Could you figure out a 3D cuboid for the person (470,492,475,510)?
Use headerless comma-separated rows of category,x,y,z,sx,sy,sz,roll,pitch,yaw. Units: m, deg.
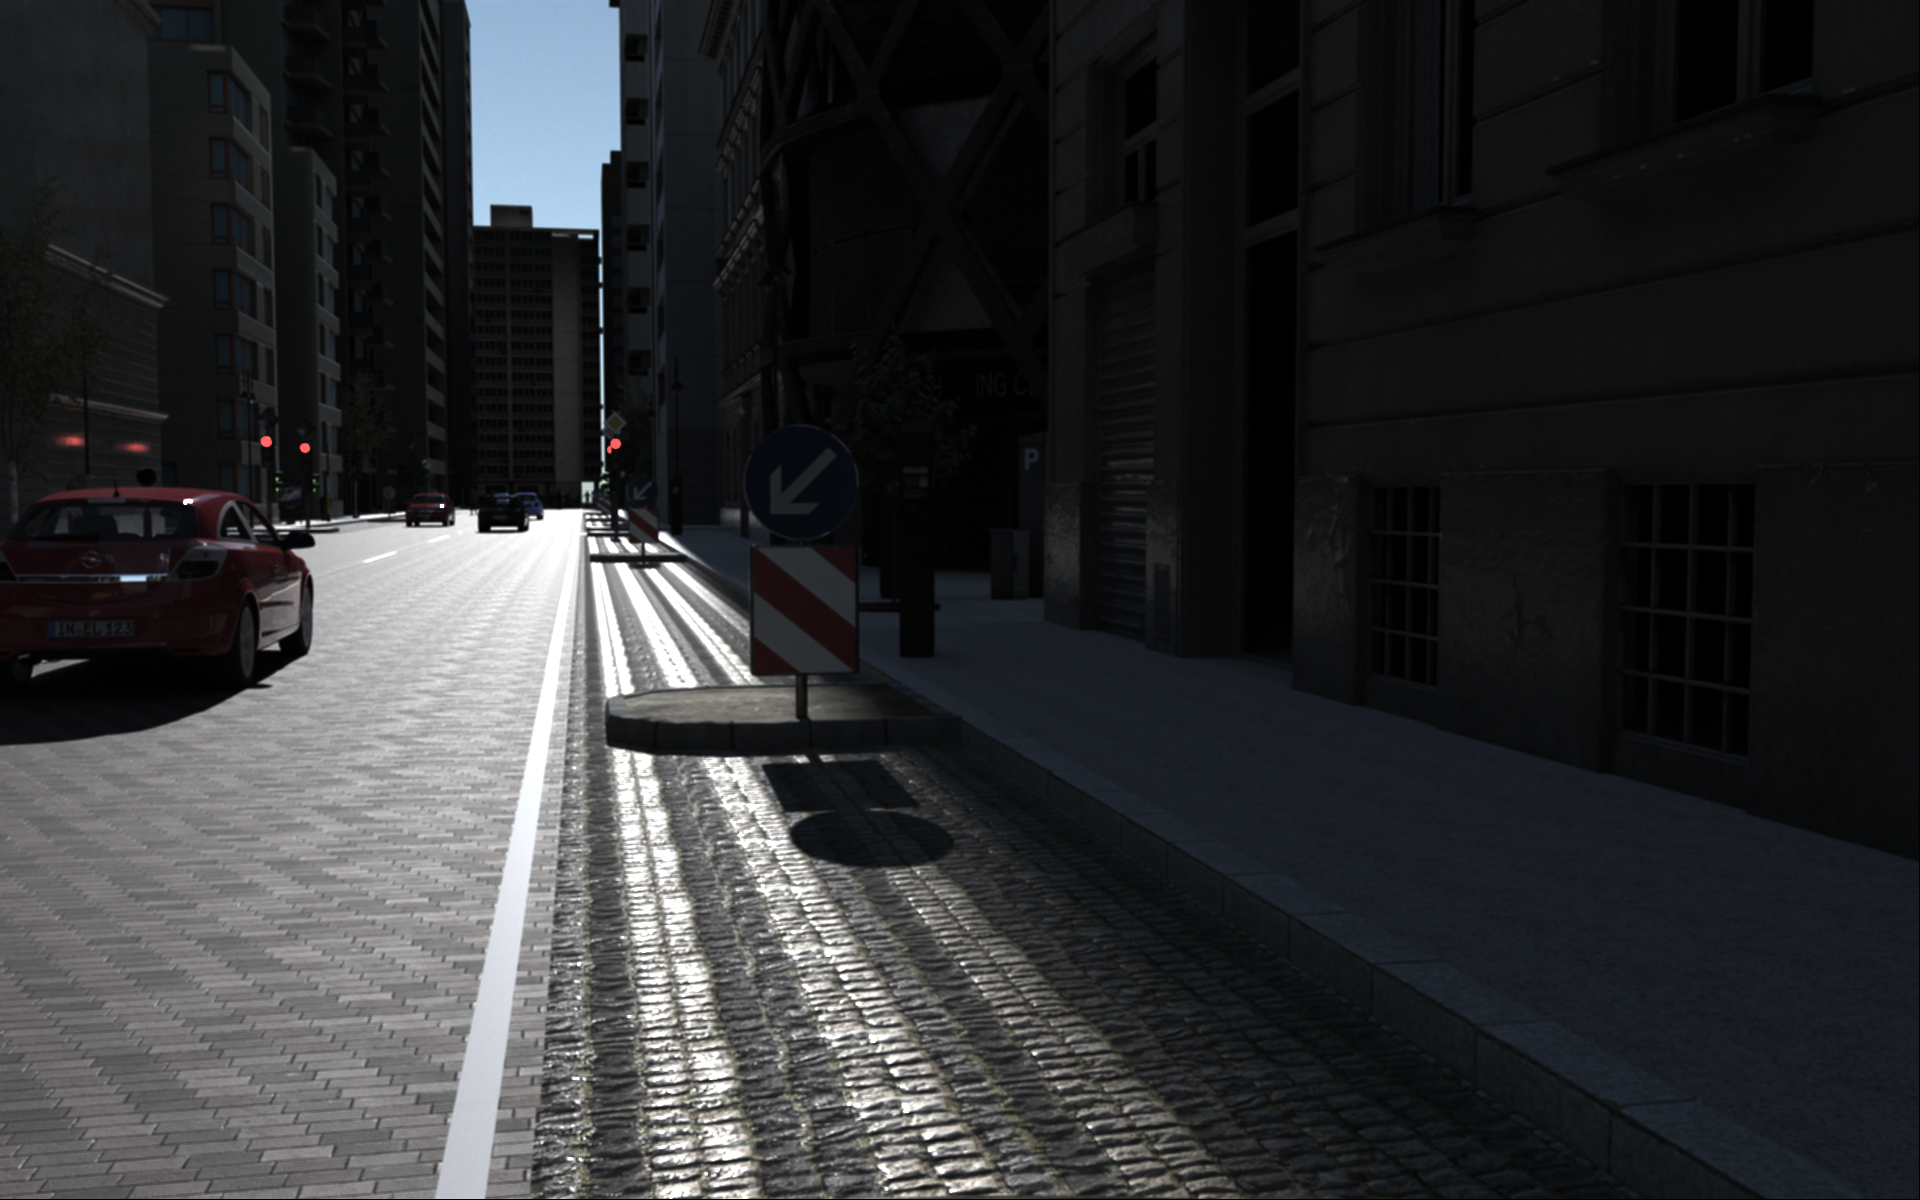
person,-43.318,-8.851,154.023,0.445,1.727,0.742,0,4,4

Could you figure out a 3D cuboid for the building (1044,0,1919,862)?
building,10.962,-10.471,4.492,16.112,22.955,30.059,-1,4,-12

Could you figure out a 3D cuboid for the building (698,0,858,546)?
building,-1.678,-11.395,50.937,10.561,19.102,19.286,-1,4,-12

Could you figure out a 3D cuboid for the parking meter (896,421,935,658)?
parking meter,-0.339,-0.487,13.679,0.255,1.863,0.399,0,4,3

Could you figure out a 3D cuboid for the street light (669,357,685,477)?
street light,-9.526,-5.230,58.291,0.468,5.910,1.993,-1,4,-12

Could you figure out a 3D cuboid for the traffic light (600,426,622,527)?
traffic light,-13.395,-4.750,66.583,0.839,4.253,0.868,-1,4,-12

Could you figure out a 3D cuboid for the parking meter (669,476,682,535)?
parking meter,-8.914,-2.972,54.310,0.399,1.863,0.255,-1,4,-10

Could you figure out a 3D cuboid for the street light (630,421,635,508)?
street light,-20.503,-8.308,108.626,0.468,5.910,1.993,-1,4,-12

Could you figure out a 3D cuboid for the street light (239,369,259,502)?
street light,-26.258,-5.581,64.031,0.468,5.910,1.993,-1,4,-12

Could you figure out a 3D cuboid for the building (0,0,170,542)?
building,-40.411,-13.819,45.018,34.723,24.649,14.460,-1,4,-12

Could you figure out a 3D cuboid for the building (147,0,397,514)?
building,-49.802,-28.093,113.951,22.147,44.769,28.867,-1,4,-12

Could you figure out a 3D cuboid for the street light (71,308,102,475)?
street light,-21.740,-4.300,43.098,0.468,5.910,1.993,-1,4,-12

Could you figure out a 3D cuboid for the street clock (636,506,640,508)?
street clock,-19.552,-6.150,105.125,0.471,2.002,0.358,-3,5,-41

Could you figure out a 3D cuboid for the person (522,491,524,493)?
person,-45.390,-10.429,179.732,1.217,1.735,0.721,-2,4,-27

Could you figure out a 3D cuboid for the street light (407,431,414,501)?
street light,-39.324,-9.259,124.165,0.468,5.910,1.993,-1,4,-12

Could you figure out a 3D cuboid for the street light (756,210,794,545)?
street light,-3.037,-3.407,28.500,0.468,5.910,1.993,-1,4,-12

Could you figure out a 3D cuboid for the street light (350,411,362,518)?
street light,-32.850,-7.436,94.370,0.468,5.910,1.993,-1,4,-12

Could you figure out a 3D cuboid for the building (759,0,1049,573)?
building,4.526,-10.128,33.047,16.820,18.784,16.811,-1,4,-12

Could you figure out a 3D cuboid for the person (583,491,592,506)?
person,-45.354,-12.378,210.835,1.348,1.831,0.705,-2,4,-32

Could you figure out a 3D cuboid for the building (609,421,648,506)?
building,-31.529,-46.928,205.516,20.563,71.187,20.611,-1,4,-12

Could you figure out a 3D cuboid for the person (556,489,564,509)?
person,-37.468,-9.414,162.046,0.705,1.869,1.348,-3,5,-43

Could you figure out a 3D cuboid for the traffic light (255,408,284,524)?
traffic light,-22.505,-4.129,56.423,0.839,4.253,0.868,-1,4,-12

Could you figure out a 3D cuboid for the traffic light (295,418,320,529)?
traffic light,-24.201,-4.606,64.226,0.839,4.253,0.868,-1,4,-12

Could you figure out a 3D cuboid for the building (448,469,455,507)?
building,-59.624,-44.432,164.720,20.563,71.187,20.611,-1,4,-12

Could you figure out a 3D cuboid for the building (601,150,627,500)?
building,-40.057,-35.462,229.915,14.200,45.320,14.600,-1,4,-12

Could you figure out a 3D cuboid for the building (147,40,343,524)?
building,-44.550,-14.256,78.127,27.650,21.520,28.899,-1,4,-12

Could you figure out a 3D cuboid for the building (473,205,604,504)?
building,-60.850,-33.269,235.829,23.993,40.220,32.217,-1,4,-12

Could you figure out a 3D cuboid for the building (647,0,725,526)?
building,0.659,-32.729,77.112,28.212,58.520,21.231,-1,4,-12

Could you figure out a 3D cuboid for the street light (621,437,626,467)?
street light,-26.939,-10.133,138.455,0.468,5.910,1.993,-1,4,-12

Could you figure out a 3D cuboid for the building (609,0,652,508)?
building,-17.967,-35.117,163.399,28.713,52.752,27.495,-1,4,-12

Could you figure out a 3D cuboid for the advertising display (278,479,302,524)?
advertising display,-28.797,-4.236,74.466,0.974,1.923,0.123,-1,4,-22

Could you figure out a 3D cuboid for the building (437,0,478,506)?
building,-70.246,-40.092,197.495,28.212,58.520,21.231,-1,4,-12

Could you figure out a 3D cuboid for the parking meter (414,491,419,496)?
parking meter,-43.113,-7.890,137.405,0.372,1.533,0.369,0,3,0

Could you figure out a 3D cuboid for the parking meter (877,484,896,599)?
parking meter,-0.800,-0.952,21.284,0.399,1.863,0.255,1,4,15

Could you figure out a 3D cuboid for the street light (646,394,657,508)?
street light,-14.009,-6.477,78.682,0.468,5.910,1.993,-1,4,-12

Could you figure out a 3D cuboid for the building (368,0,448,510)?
building,-55.086,-31.874,144.838,21.300,48.544,21.600,-1,4,-12

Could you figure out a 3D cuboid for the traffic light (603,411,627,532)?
traffic light,-11.699,-4.273,58.780,0.839,4.253,0.868,-1,4,-12

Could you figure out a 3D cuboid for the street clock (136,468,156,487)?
street clock,-22.867,-2.700,48.714,0.358,2.002,0.471,3,5,42
